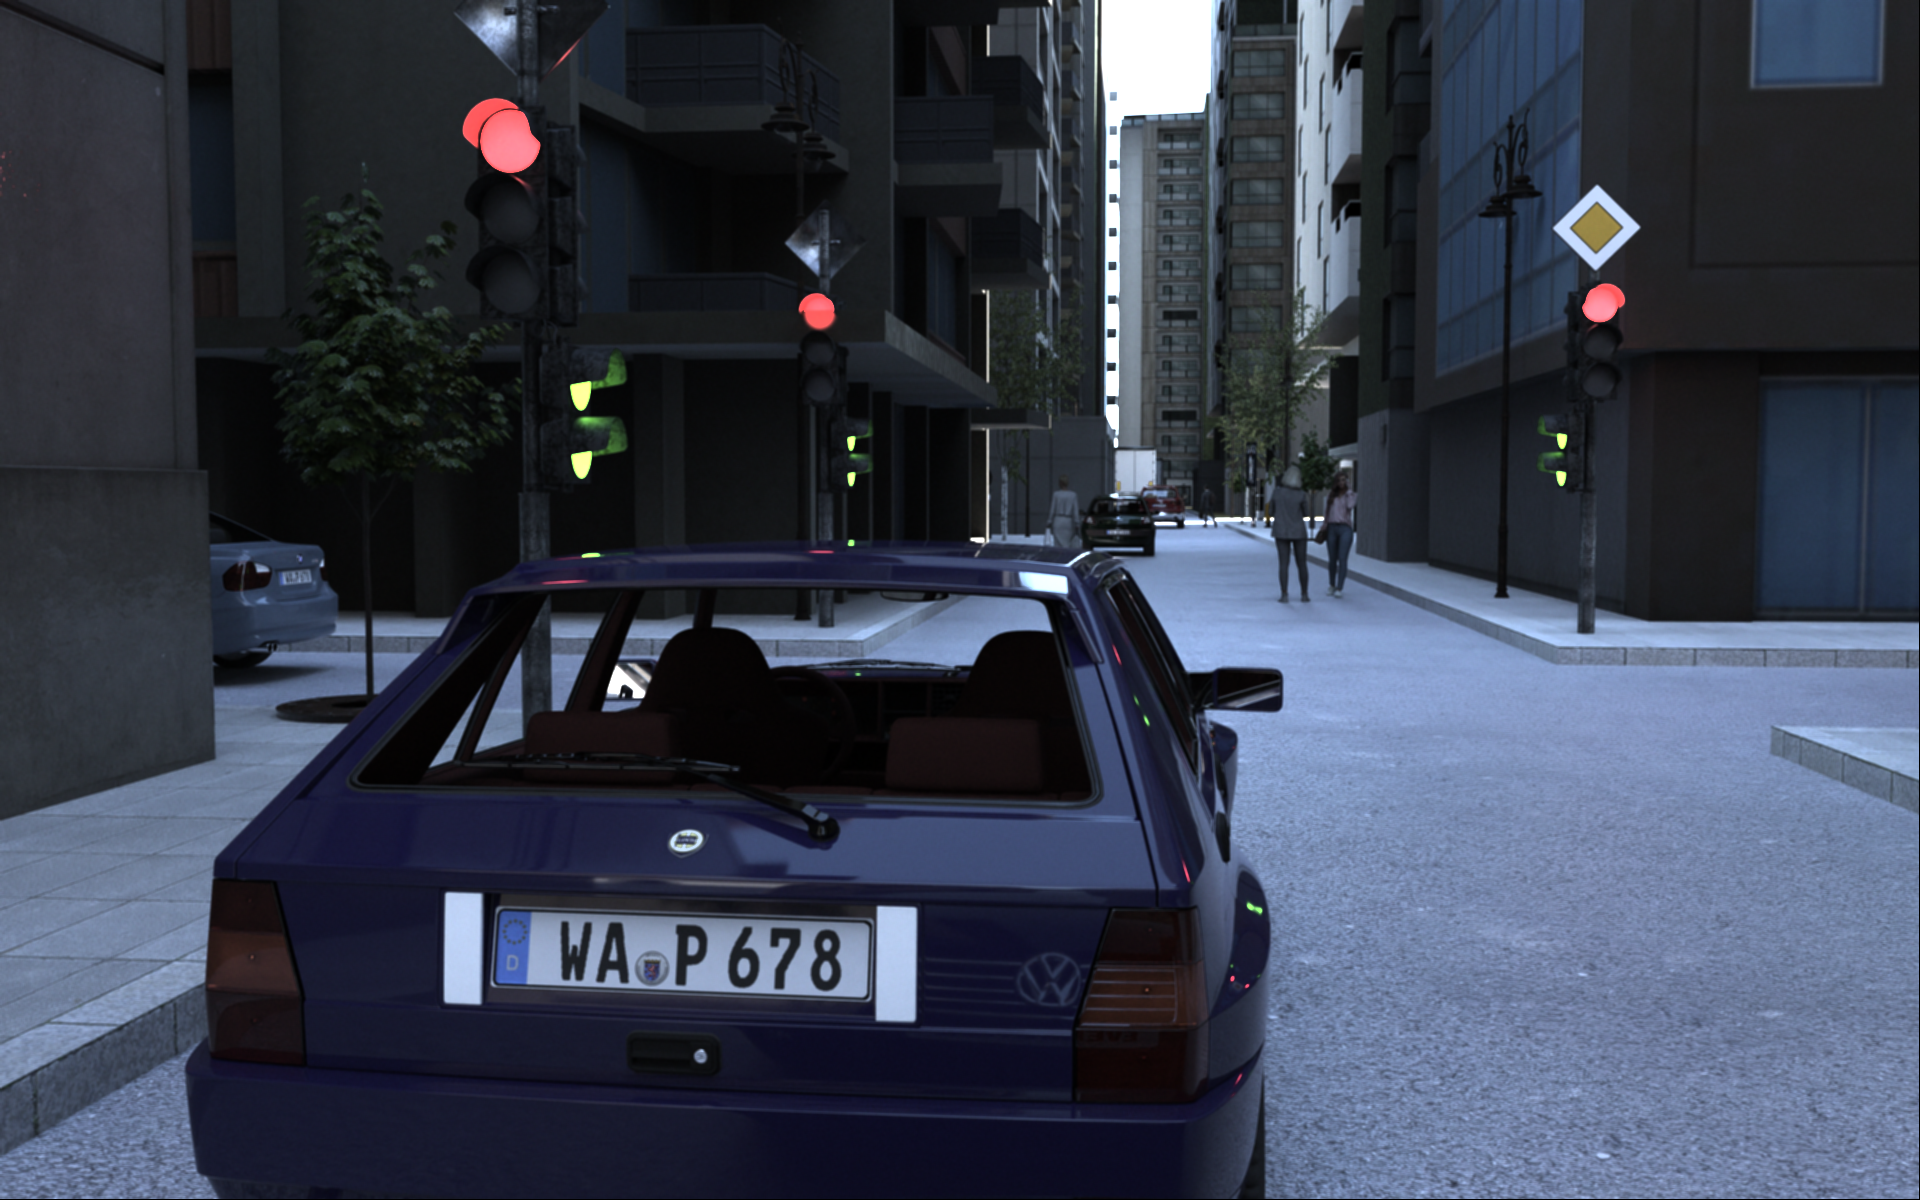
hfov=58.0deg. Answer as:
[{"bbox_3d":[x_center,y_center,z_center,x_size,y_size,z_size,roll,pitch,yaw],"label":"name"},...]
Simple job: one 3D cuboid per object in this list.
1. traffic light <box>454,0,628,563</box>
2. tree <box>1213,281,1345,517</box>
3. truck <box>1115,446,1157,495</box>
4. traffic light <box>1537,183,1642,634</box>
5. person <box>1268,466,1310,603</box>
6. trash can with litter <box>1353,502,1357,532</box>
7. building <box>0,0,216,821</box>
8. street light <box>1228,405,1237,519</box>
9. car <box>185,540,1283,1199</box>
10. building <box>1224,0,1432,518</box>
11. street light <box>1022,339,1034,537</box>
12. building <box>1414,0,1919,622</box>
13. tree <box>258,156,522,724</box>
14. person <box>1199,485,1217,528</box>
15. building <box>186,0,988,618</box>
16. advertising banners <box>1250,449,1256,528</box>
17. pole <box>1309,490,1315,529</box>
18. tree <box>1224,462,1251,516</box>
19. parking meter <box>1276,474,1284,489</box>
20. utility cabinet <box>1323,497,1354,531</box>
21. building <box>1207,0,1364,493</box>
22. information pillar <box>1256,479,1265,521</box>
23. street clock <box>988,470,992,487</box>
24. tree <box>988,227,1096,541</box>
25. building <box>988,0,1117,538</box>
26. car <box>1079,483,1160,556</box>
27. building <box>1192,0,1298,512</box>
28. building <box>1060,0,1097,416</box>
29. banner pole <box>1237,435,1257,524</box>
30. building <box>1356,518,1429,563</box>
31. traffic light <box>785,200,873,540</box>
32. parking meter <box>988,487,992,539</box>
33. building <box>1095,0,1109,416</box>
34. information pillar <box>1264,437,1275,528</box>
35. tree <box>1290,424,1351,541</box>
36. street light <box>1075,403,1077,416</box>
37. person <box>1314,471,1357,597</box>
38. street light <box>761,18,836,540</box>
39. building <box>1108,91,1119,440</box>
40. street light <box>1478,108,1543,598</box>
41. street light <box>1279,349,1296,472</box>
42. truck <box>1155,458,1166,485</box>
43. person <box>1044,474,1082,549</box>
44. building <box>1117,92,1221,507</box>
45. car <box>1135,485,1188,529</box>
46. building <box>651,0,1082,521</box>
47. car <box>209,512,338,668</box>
[{"bbox_3d":[-2.120,-1.206,8.642,0.839,4.253,0.868,0,4,6],"label":"traffic light"},{"bbox_3d":[10.929,-6.670,59.419,4.737,8.622,4.395,0,3,0],"label":"tree"},{"bbox_3d":[10.857,-7.264,107.681,2.839,4.237,11.283,0,4,6],"label":"truck"},{"bbox_3d":[5.751,-1.647,15.851,0.839,4.253,0.868,0,4,6],"label":"traffic light"},{"bbox_3d":[4.371,-0.876,23.013,0.537,1.800,0.526,2,4,24],"label":"person"},{"bbox_3d":[13.072,-2.820,57.495,1.055,1.170,0.624,-1,4,-9],"label":"trash can with litter"},{"bbox_3d":[-18.523,-10.317,1.974,30.059,22.955,16.112,0,4,6],"label":"building"},{"bbox_3d":[14.142,-7.159,89.841,0.468,5.910,1.993,0,4,6],"label":"street light"},{"bbox_3d":[-0.157,0.504,4.333,1.945,1.354,3.894,0,4,8],"label":"car"},{"bbox_3d":[23.936,-20.692,110.011,14.160,30.474,14.107,0,4,6],"label":"building"},{"bbox_3d":[2.022,-4.823,51.648,0.468,5.910,1.993,0,4,6],"label":"street light"},{"bbox_3d":[14.290,-22.736,21.844,14.200,45.320,14.600,0,4,6],"label":"building"},{"bbox_3d":[-3.451,-0.939,9.957,1.663,3.219,1.824,0,3,0],"label":"tree"},{"bbox_3d":[10.654,-4.029,74.334,0.622,1.834,0.822,-1,4,-23],"label":"person"},{"bbox_3d":[-9.809,-22.986,30.440,22.147,44.769,28.867,0,4,6],"label":"building"},{"bbox_3d":[11.328,-4.331,66.992,0.090,3.025,2.074,0,4,4],"label":"advertising banners"},{"bbox_3d":[13.061,-4.300,64.142,0.158,3.312,0.155,0,3,0],"label":"pole"},{"bbox_3d":[16.746,-6.662,103.530,1.663,3.219,1.824,0,3,0],"label":"tree"},{"bbox_3d":[9.307,-2.713,50.061,0.255,1.863,0.399,-1,4,-14],"label":"parking meter"},{"bbox_3d":[11.589,-2.561,53.038,1.020,1.237,0.306,-2,4,-33],"label":"utility cabinet"},{"bbox_3d":[35.445,-34.277,149.675,28.713,52.752,27.495,0,4,6],"label":"building"},{"bbox_3d":[14.558,-4.862,83.982,0.304,2.012,0.304,-1,4,-16],"label":"information pillar"},{"bbox_3d":[0.775,-2.941,52.657,0.358,2.002,0.471,2,4,25],"label":"street clock"},{"bbox_3d":[1.460,-5.932,47.347,4.737,8.622,4.395,0,3,0],"label":"tree"},{"bbox_3d":[-4.459,-38.240,63.484,20.563,71.187,20.611,0,4,6],"label":"building"},{"bbox_3d":[3.800,-1.943,41.556,2.009,1.686,4.222,0,4,5],"label":"car"},{"bbox_3d":[27.745,-42.051,125.788,20.563,71.187,20.611,0,4,6],"label":"building"},{"bbox_3d":[2.831,-27.174,127.895,14.154,41.232,14.086,0,4,6],"label":"building"},{"bbox_3d":[12.221,-5.111,73.581,0.863,3.779,0.401,2,4,31],"label":"banner pole"},{"bbox_3d":[15.715,-16.265,37.642,14.160,30.474,14.107,0,4,6],"label":"building"},{"bbox_3d":[-1.272,-1.692,16.582,0.839,4.253,0.868,0,4,6],"label":"traffic light"},{"bbox_3d":[0.715,-2.514,49.510,0.372,1.533,0.369,0,3,0],"label":"parking meter"},{"bbox_3d":[6.455,-31.207,160.341,14.200,45.320,14.600,0,4,6],"label":"building"},{"bbox_3d":[11.831,-4.570,66.067,0.183,3.616,0.504,3,5,44],"label":"information pillar"},{"bbox_3d":[9.664,-3.241,47.586,1.663,3.219,1.824,0,3,0],"label":"tree"},{"bbox_3d":[5.755,-6.934,86.156,0.468,5.910,1.993,0,4,6],"label":"street light"},{"bbox_3d":[5.286,-0.926,24.235,0.593,1.750,0.643,2,4,30],"label":"person"},{"bbox_3d":[-1.606,-2.733,17.480,0.468,5.910,1.993,0,4,6],"label":"street light"},{"bbox_3d":[1.733,-34.680,186.625,30.456,49.044,23.786,0,4,6],"label":"building"},{"bbox_3d":[6.715,-2.966,21.288,0.468,5.910,1.993,0,4,6],"label":"street light"},{"bbox_3d":[10.476,-5.062,55.552,0.468,5.910,1.993,0,4,6],"label":"street light"},{"bbox_3d":[14.984,-9.146,138.445,2.839,4.237,11.283,0,4,8],"label":"truck"},{"bbox_3d":[1.799,-1.327,30.551,0.694,1.780,0.624,1,4,10],"label":"person"},{"bbox_3d":[23.398,-30.362,180.013,14.086,41.232,14.154,0,4,6],"label":"building"},{"bbox_3d":[8.543,-3.978,73.712,2.281,1.827,5.304,0,4,8],"label":"car"},{"bbox_3d":[-3.929,-27.632,106.404,22.147,44.769,28.867,0,4,6],"label":"building"},{"bbox_3d":[-7.283,-0.102,13.669,4.499,1.417,2.014,0,4,5],"label":"car"}]
